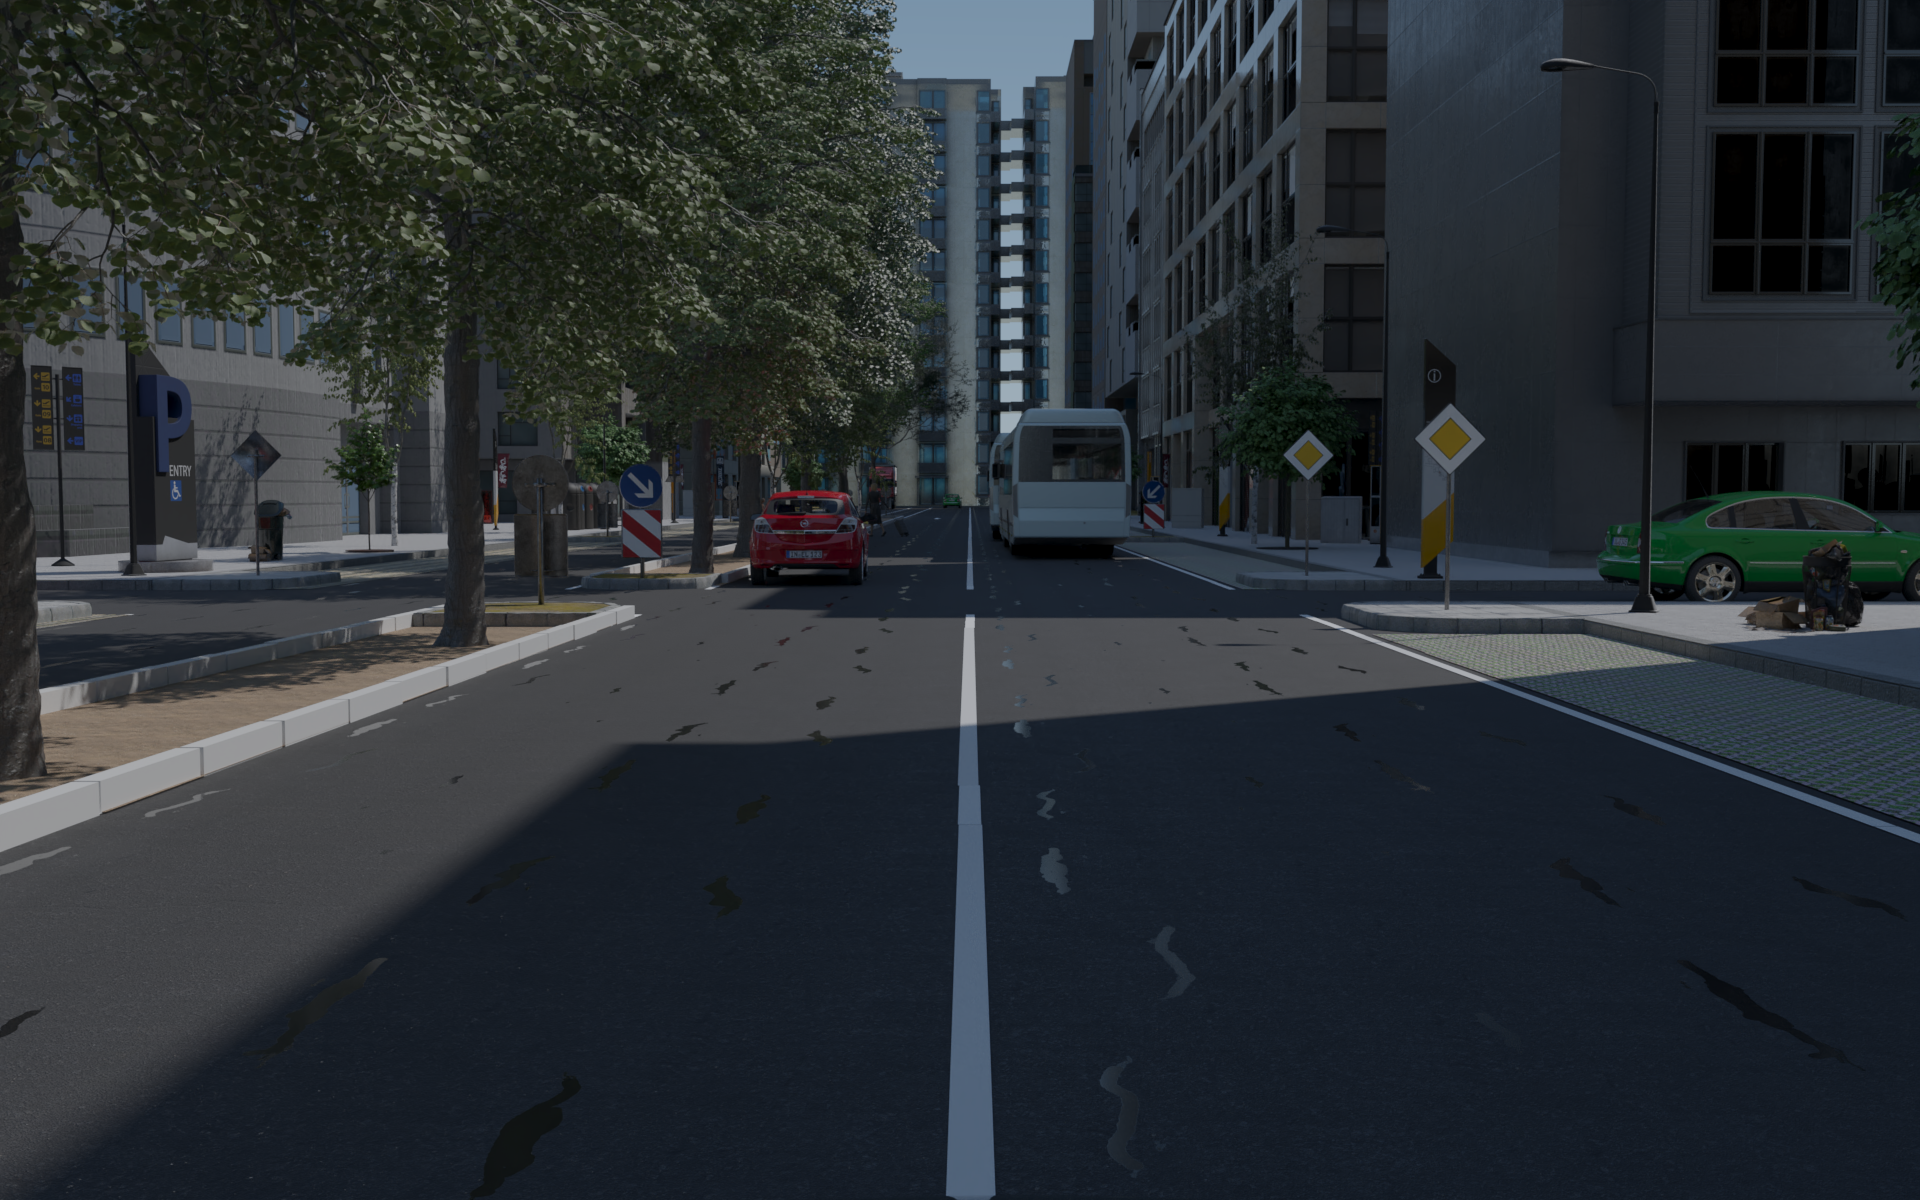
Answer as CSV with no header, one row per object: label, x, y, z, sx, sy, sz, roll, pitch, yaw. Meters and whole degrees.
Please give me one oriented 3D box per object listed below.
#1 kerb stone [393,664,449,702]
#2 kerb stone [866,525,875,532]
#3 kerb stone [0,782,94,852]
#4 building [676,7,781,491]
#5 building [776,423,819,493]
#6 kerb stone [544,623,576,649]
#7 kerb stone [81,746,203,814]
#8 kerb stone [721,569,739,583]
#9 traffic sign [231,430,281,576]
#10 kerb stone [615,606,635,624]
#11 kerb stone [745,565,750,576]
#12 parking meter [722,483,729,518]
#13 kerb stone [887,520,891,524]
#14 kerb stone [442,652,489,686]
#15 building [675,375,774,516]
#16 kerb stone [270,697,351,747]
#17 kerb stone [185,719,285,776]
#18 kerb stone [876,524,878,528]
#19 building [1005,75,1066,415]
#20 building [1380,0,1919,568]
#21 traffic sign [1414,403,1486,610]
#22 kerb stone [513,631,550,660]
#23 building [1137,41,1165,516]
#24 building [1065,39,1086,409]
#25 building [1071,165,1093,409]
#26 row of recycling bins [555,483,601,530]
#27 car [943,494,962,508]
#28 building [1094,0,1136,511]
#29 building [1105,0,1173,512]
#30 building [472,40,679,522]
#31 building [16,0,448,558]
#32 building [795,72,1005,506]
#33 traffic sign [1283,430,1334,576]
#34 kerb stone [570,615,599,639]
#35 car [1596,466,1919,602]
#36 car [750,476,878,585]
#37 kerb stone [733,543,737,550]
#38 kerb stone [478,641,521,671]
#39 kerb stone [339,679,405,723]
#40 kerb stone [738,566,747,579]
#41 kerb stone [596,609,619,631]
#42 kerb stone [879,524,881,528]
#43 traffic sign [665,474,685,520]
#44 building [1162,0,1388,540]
kerb stone,-3.880,0.601,12.362,0.120,0.150,1.000,0,4,0
kerb stone,-3.548,-2.819,68.288,0.120,0.150,1.000,0,4,0
kerb stone,-3.900,0.916,7.222,0.120,0.150,1.000,0,4,0
building,-22.103,-29.851,138.167,14.600,45.320,14.200,0,4,0
building,-30.051,-52.062,163.883,31.000,86.520,22.319,0,4,0
kerb stone,-3.850,0.351,16.463,0.120,0.150,1.000,0,4,0
kerb stone,-3.901,0.853,8.248,0.120,0.150,1.000,0,4,0
kerb stone,-3.778,-0.372,28.285,0.120,0.150,1.000,0,4,0
traffic sign,-11.057,-1.442,27.227,0.795,2.450,0.064,0,4,0
kerb stone,-3.827,0.170,19.533,0.120,0.150,1.000,0,4,0
kerb stone,-3.768,-0.498,30.332,0.120,0.150,1.000,0,4,0
parking meter,-12.397,-5.248,91.521,0.255,1.863,0.399,1,4,8
kerb stone,-3.475,-3.635,81.630,0.120,0.150,1.000,0,4,0
kerb stone,-3.863,0.539,13.389,0.120,0.150,1.000,0,4,0
building,-28.130,-16.659,117.419,27.650,21.520,28.899,0,4,0
kerb stone,-3.881,0.727,10.313,0.120,0.150,1.000,0,4,0
kerb stone,-3.891,0.790,9.280,0.120,0.150,1.000,0,4,0
kerb stone,-3.537,-2.945,70.339,0.120,0.150,1.000,0,4,0
building,20.961,-35.386,198.164,30.456,49.044,23.786,0,4,0
building,25.137,-13.176,34.491,30.058,24.678,14.314,0,4,0
traffic sign,5.390,-0.947,19.126,0.795,2.450,0.064,0,4,0
kerb stone,-3.854,0.414,15.433,0.120,0.150,1.000,0,4,0
building,16.440,-16.738,91.682,12.078,24.808,19.932,0,4,0
building,17.522,-31.716,168.668,14.600,45.320,14.200,0,4,0
building,16.795,-23.418,154.590,14.160,30.474,14.107,0,4,0
row of recycling bins,-13.830,-3.396,62.643,1.069,1.692,3.534,0,4,5
car,-0.739,-10.082,173.638,1.959,1.807,4.718,0,4,2
building,18.124,-29.963,140.001,14.600,45.320,14.200,0,4,0
building,24.482,-32.397,118.929,28.713,52.752,27.495,0,4,0
building,-21.815,-19.053,83.217,14.160,30.474,14.107,0,4,0
building,-27.713,-30.738,44.563,21.231,58.520,28.212,0,4,0
building,-9.487,-35.466,199.483,30.456,49.044,23.786,0,4,0
traffic sign,5.437,-1.435,27.111,0.795,2.450,0.064,0,4,0
kerb stone,-3.836,0.290,17.487,0.120,0.150,1.000,0,4,0
car,10.784,-0.834,22.436,4.718,1.807,1.959,0,4,1
car,-2.454,-1.208,28.790,2.155,1.783,4.494,0,4,-2
kerb stone,-5.798,-1.308,43.670,0.120,0.150,1.000,0,4,0
kerb stone,-3.862,0.476,14.411,0.120,0.150,1.000,0,4,0
kerb stone,-3.873,0.664,11.335,0.120,0.150,1.000,0,4,0
kerb stone,-3.774,-0.435,29.308,0.120,0.150,1.000,0,4,0
kerb stone,-3.839,0.233,18.510,0.120,0.150,1.000,0,4,0
kerb stone,-3.517,-3.132,73.413,0.120,0.150,1.000,0,4,0
traffic sign,-12.733,-4.730,77.343,0.884,2.594,0.081,0,4,3
building,19.090,-15.906,64.581,19.350,26.468,34.151,0,4,0
